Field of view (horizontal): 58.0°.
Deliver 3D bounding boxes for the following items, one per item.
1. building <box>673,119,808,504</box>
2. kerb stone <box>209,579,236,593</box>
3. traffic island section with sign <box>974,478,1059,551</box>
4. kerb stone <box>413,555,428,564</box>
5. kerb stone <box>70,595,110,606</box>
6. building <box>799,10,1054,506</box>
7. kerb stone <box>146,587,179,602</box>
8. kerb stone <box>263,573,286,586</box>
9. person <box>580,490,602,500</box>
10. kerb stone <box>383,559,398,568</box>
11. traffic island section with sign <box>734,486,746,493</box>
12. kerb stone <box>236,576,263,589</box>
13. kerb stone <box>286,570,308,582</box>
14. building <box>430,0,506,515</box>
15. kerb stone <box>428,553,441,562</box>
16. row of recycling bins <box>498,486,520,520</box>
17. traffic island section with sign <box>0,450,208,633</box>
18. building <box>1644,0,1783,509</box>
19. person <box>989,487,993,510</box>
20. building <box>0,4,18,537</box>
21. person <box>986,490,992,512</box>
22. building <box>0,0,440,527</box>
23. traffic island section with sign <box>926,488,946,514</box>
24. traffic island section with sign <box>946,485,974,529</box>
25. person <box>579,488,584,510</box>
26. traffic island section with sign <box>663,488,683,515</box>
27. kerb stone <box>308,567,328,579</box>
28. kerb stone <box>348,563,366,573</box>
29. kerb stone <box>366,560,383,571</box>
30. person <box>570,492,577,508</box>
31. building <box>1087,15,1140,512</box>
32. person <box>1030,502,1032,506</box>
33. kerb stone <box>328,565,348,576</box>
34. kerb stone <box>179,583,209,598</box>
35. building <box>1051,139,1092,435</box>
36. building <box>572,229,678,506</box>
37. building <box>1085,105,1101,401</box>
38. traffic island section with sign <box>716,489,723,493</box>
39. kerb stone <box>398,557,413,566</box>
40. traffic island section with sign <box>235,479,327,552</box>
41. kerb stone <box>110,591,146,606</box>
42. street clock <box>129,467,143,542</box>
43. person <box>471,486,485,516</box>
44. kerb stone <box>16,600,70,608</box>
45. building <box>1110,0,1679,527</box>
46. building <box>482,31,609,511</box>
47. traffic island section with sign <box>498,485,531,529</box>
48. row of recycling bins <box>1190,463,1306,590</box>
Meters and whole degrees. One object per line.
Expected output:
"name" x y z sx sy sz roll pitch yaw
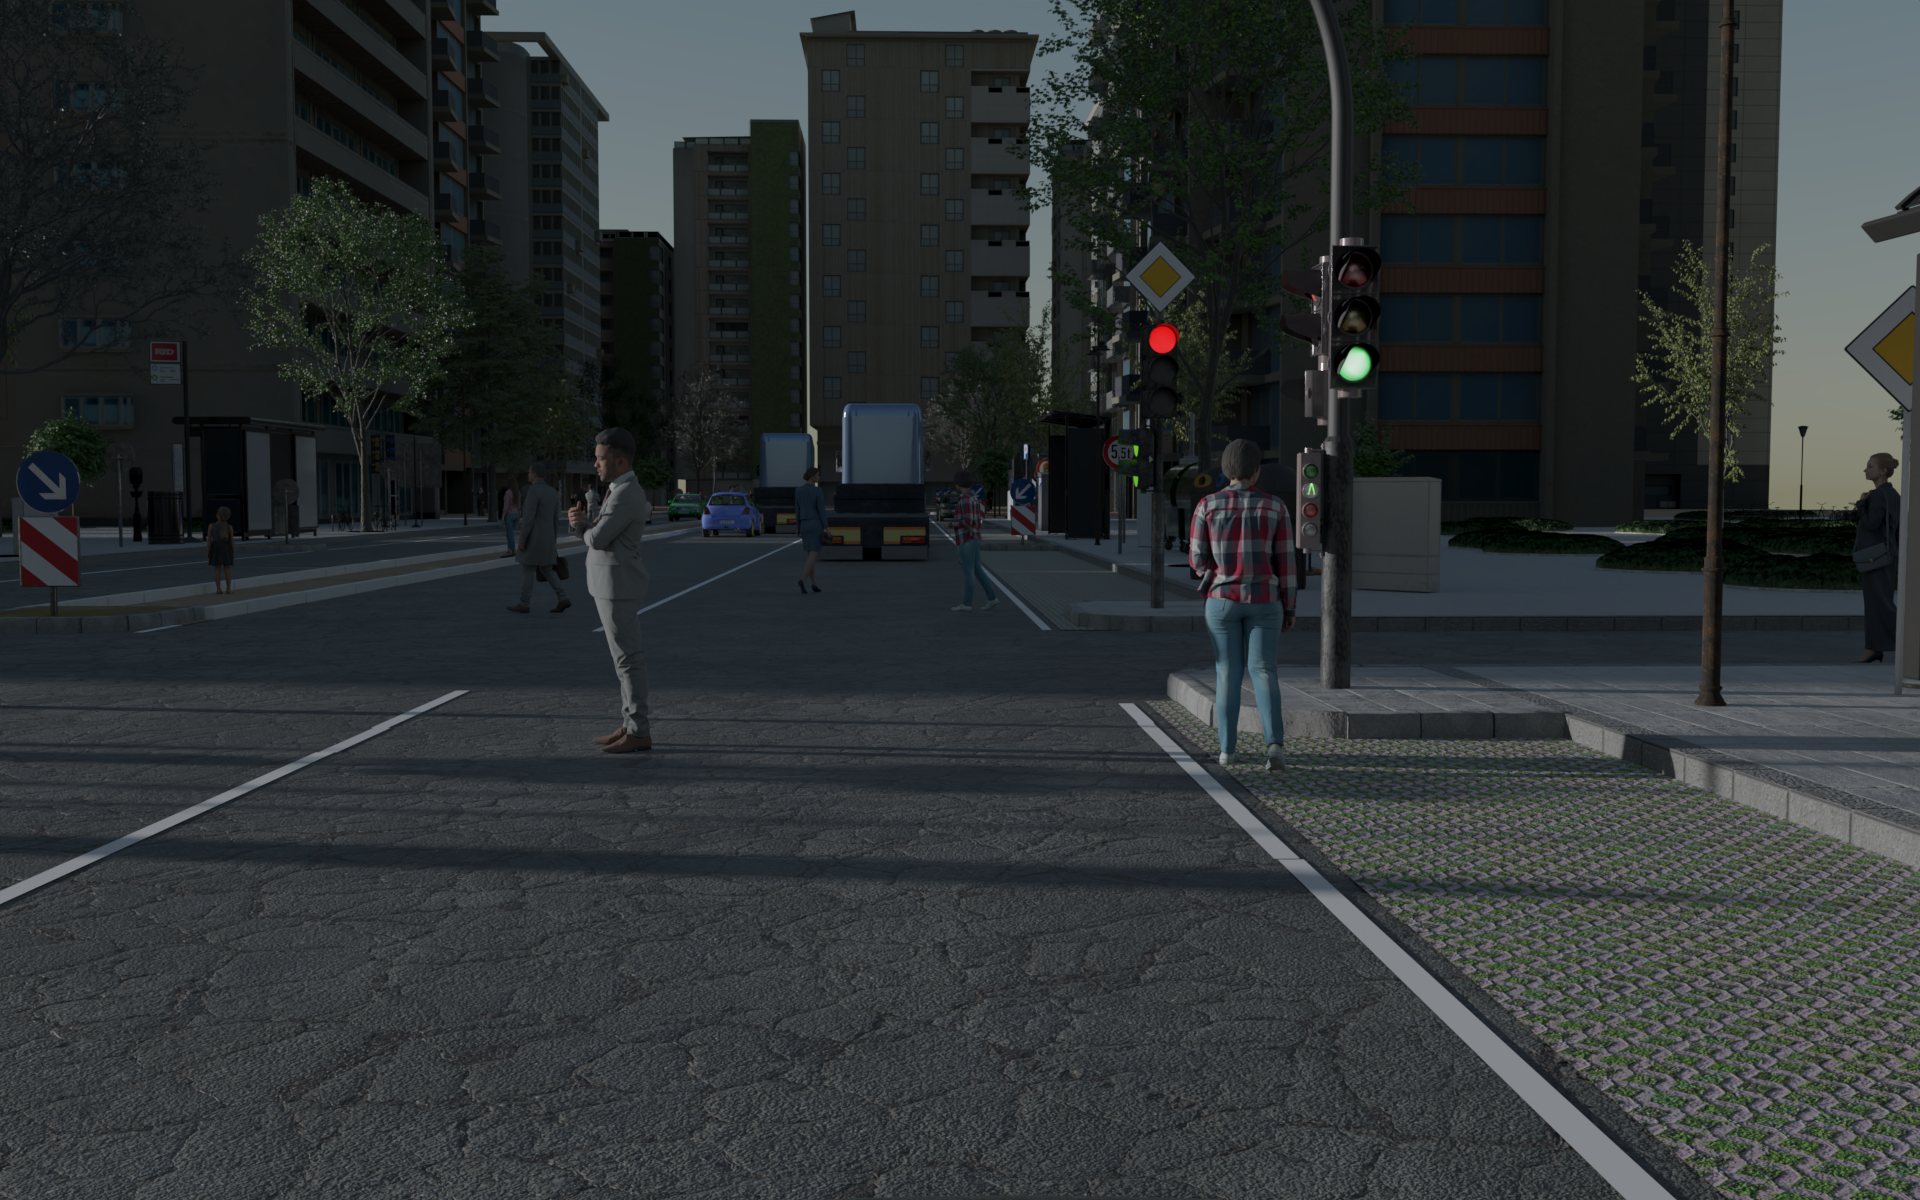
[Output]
"building" -24.232 -31.108 192.213 14.086 41.232 14.154 0 4 -2
"kerb stone" -10.840 -0.187 25.248 0.120 0.150 1.000 0 4 -2
"traffic island section with sign" 1.447 -2.169 44.084 1.989 1.847 2.006 0 4 -2
"kerb stone" -11.161 -0.813 35.488 0.120 0.150 1.000 0 4 -2
"kerb stone" -10.698 0.065 21.147 0.120 0.150 1.000 0 4 -2
"building" -3.654 -37.276 198.697 27.495 52.752 28.713 0 4 -2
"kerb stone" -10.758 -0.061 23.194 0.120 0.150 1.000 0 4 -2
"kerb stone" -10.901 -0.312 27.292 0.120 0.150 1.000 0 4 -2
"person" -21.985 -5.946 103.346 1.350 1.814 0.705 1 4 10
"kerb stone" -11.105 -0.686 33.435 0.120 0.150 1.000 0 4 -2
"traffic island section with sign" -12.014 -5.244 93.874 2.006 1.907 1.989 0 4 -2
"kerb stone" -10.866 -0.244 26.270 0.120 0.150 1.000 0 4 -2
"kerb stone" -10.930 -0.373 28.315 0.120 0.150 1.000 0 4 -2
"building" -41.163 -27.670 107.033 22.147 44.769 28.867 0 4 -2
"kerb stone" -11.199 -0.875 36.509 0.120 0.150 1.000 0 4 -2
"row of recycling bins" -22.410 -4.835 86.160 1.069 1.692 3.534 -1 4 -18
"traffic island section with sign" -9.557 -0.651 18.775 2.006 1.907 1.989 0 4 -2
"building" 57.525 -43.738 153.373 20.611 71.187 20.563 0 4 -2
"person" 2.421 -8.121 138.446 0.705 1.869 1.348 1 4 20
"building" -34.932 -24.057 43.447 14.600 45.320 14.200 0 4 -2
"person" 1.959 -7.314 126.450 0.721 1.723 1.217 -2 4 -35
"building" -37.005 -27.701 76.608 21.300 48.544 21.600 0 4 -2
"traffic island section with sign" -1.961 -8.576 148.838 1.989 1.847 2.006 0 4 -2
"traffic island section with sign" 0.569 -3.816 71.024 1.989 1.847 2.006 0 4 -2
"person" -29.759 -7.909 136.040 0.721 1.739 1.217 -2 4 -34
"traffic island section with sign" -19.584 -6.849 120.607 1.989 1.847 2.006 0 4 -2
"kerb stone" -10.971 -0.435 29.337 0.120 0.150 1.000 0 4 -2
"kerb stone" -11.027 -0.562 31.381 0.120 0.150 1.000 0 4 -2
"kerb stone" -11.059 -0.621 32.414 0.120 0.150 1.000 0 4 -2
"person" -29.718 -7.575 133.086 0.799 1.438 0.628 3 4 38
"building" 21.009 -30.808 123.313 23.786 49.044 30.456 0 4 -2
"person" 6.083 -8.693 149.637 0.593 1.643 0.415 1 4 15
"kerb stone" -10.999 -0.499 30.359 0.120 0.150 1.000 0 4 -2
"kerb stone" -10.800 -0.122 24.215 0.120 0.150 1.000 0 4 -2
"building" 17.687 -31.196 193.651 14.086 41.232 14.154 0 4 -2
"building" -39.097 -25.691 191.750 14.107 30.474 14.160 0 4 -2
"building" 24.330 -28.073 150.878 32.217 40.220 23.993 0 4 -2
"traffic island section with sign" -20.467 -8.511 147.789 1.989 1.847 2.006 0 4 -2
"kerb stone" -11.131 -0.746 34.465 0.120 0.150 1.000 0 4 -2
"traffic island section with sign" -17.068 -2.132 43.492 1.989 1.847 2.006 0 4 -2
"kerb stone" -10.731 0.001 22.172 0.120 0.150 1.000 0 4 -2
"street clock" -22.093 -2.563 46.476 0.358 2.002 0.471 -1 4 -10
"person" -27.972 -5.732 100.557 0.742 1.727 0.445 -1 4 -20
"kerb stone" -10.669 0.132 20.123 0.120 0.150 1.000 0 4 -2
"building" 18.740 -25.963 79.122 22.147 44.769 28.867 0 4 -2
"building" -42.951 -27.734 145.339 23.993 40.220 32.217 0 4 -2
"traffic island section with sign" -17.986 -3.874 71.967 1.989 1.847 2.006 0 4 -2
"row of recycling bins" 4.104 -1.075 24.688 1.069 1.692 3.534 0 4 -6
